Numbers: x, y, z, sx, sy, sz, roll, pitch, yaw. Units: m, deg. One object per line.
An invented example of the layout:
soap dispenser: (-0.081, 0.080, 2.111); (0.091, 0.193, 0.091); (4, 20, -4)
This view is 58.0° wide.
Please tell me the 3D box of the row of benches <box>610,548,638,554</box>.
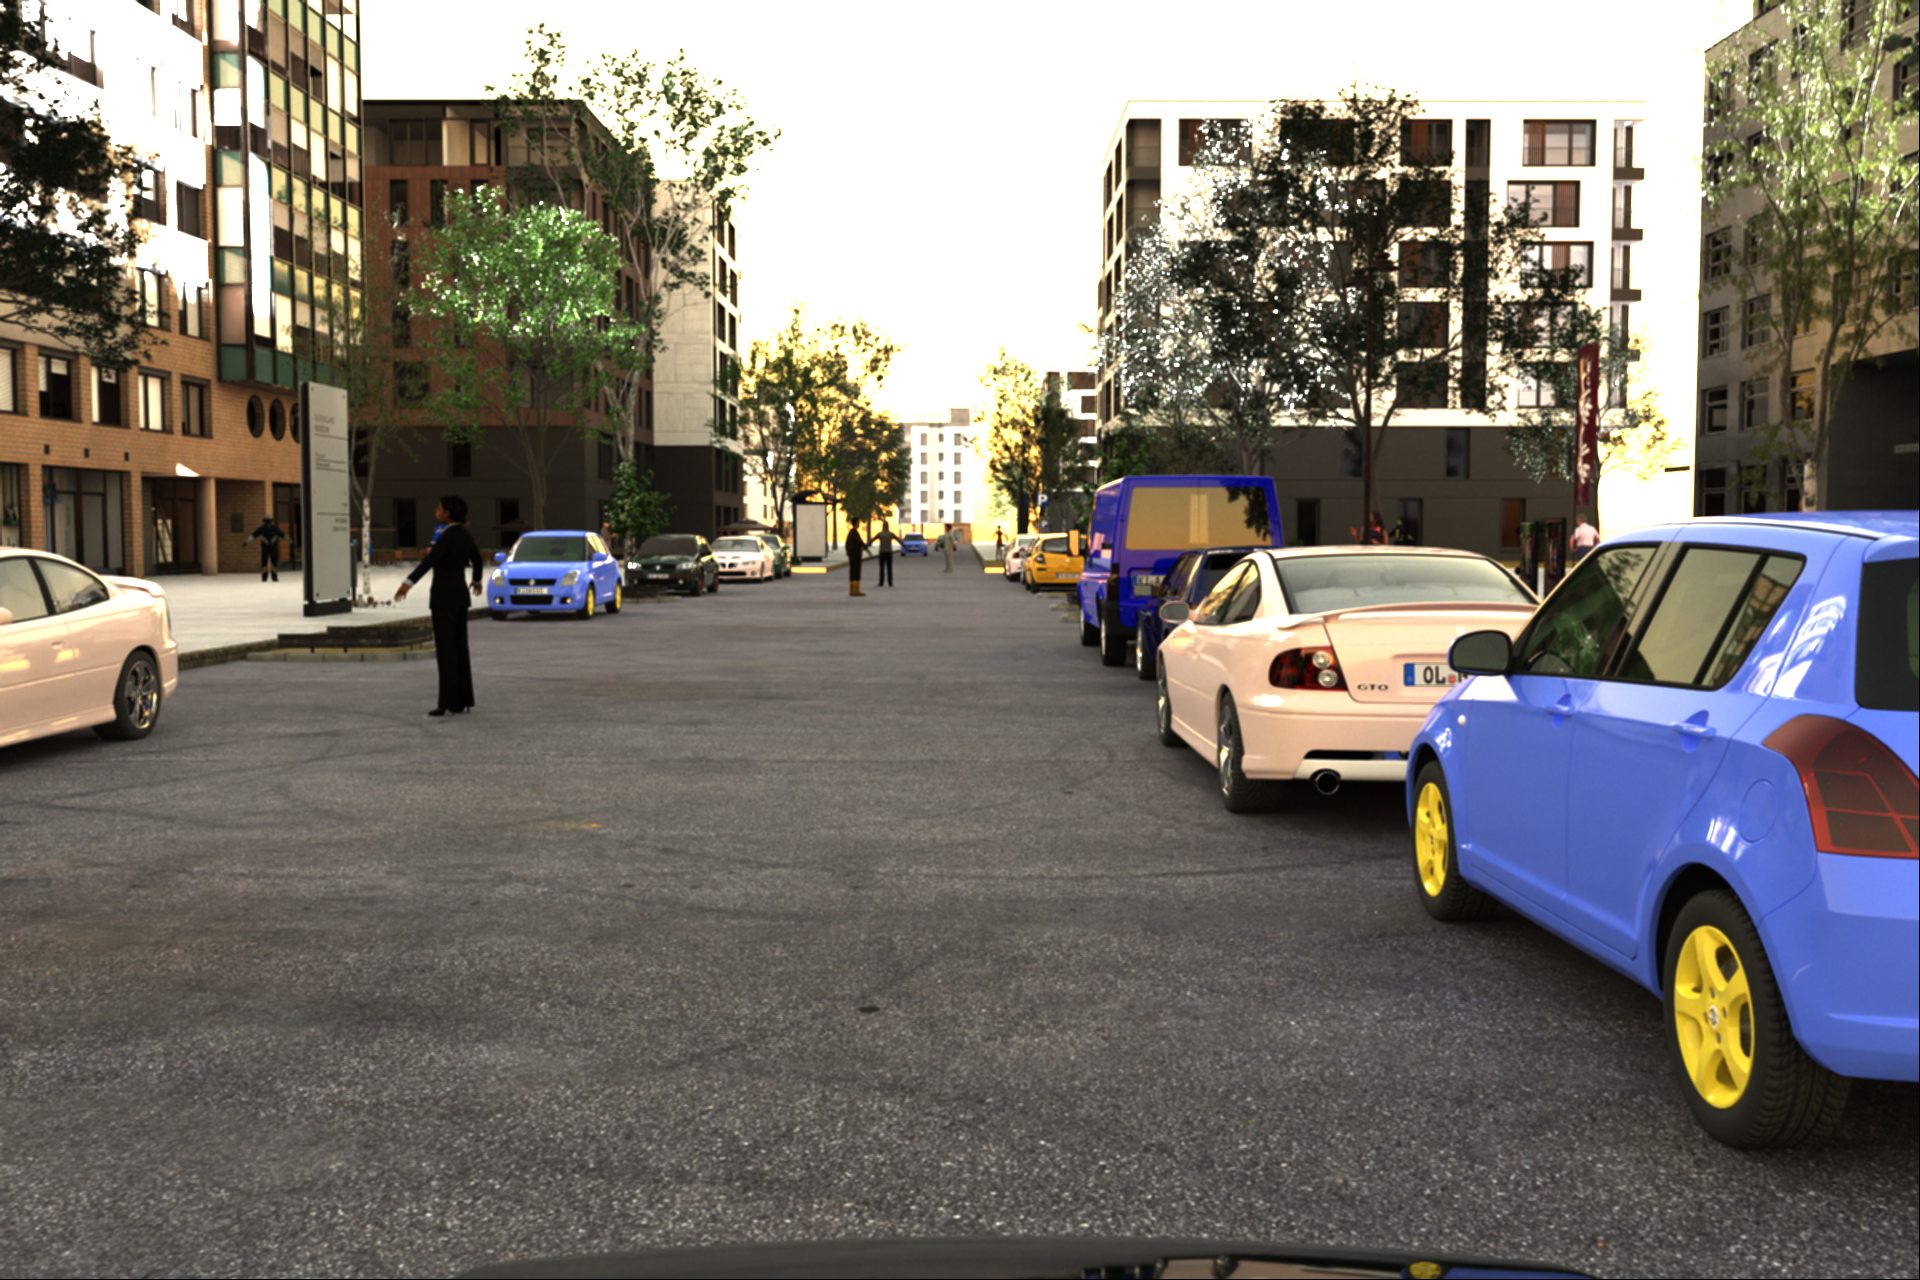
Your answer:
row of benches: (-15.684, -3.799, 77.572); (1.422, 0.672, 4.104); (2, 4, 29)

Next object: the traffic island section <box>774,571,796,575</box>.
traffic island section: (-6.873, -2.382, 61.806); (1.991, 0.108, 1.994); (0, 4, 0)

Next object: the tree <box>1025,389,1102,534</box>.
tree: (5.284, -8.434, 88.255); (4.360, 8.622, 3.978); (0, 3, 0)

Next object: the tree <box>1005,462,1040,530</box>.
tree: (5.755, -12.737, 158.613); (4.360, 8.622, 3.978); (0, 3, 0)

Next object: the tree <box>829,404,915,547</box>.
tree: (-9.076, -16.185, 171.284); (9.857, 13.997, 8.962); (0, 3, 0)

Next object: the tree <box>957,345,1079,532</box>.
tree: (5.920, -19.337, 172.053); (12.611, 20.169, 13.585); (0, 3, 0)

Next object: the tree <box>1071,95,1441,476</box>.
tree: (8.301, -8.511, 49.523); (12.009, 13.543, 11.850); (0, 3, 0)

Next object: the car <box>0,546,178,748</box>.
car: (-6.624, 0.098, 10.752); (2.083, 1.381, 4.827); (0, 3, 0)

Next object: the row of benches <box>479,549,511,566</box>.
row of benches: (-19.056, -3.391, 70.909); (1.422, 0.672, 4.104); (-2, 4, -28)

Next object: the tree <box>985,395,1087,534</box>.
tree: (5.894, -12.570, 131.274); (9.928, 11.665, 9.643); (0, 3, 0)

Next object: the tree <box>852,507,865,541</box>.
tree: (-14.439, -18.673, 255.671); (4.737, 8.622, 4.395); (0, 3, 0)

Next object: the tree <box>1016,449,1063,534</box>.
tree: (6.051, -11.796, 143.227); (4.360, 8.622, 3.978); (0, 3, 0)

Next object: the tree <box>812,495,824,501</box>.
tree: (-21.606, -18.925, 259.780); (4.360, 8.622, 3.978); (0, 3, 0)

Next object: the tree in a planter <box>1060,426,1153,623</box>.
tree in a planter: (2.664, -1.919, 28.595); (1.991, 3.239, 1.994); (0, 4, 1)

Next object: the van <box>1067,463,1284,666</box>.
van: (2.479, -0.983, 20.453); (2.240, 2.365, 5.245); (0, 4, -1)

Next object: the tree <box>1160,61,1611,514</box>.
tree: (8.175, -6.068, 33.623); (8.767, 10.594, 7.601); (0, 4, 5)

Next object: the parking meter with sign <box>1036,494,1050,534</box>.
parking meter with sign: (3.565, -4.750, 73.926); (0.543, 3.016, 1.738); (0, 4, -1)

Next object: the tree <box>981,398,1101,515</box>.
tree: (5.572, -11.317, 119.445); (8.767, 10.594, 7.601); (0, 4, 3)

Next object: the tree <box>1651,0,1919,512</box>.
tree: (8.675, -4.136, 17.978); (4.360, 8.622, 3.978); (0, 3, 0)

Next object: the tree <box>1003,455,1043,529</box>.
tree: (5.672, -12.276, 151.080); (4.737, 8.622, 4.395); (0, 3, 0)

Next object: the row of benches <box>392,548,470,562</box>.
row of benches: (-24.458, -3.944, 79.947); (1.422, 0.672, 4.104); (2, 4, 33)

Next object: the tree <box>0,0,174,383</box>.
tree: (-13.109, -5.266, 20.509); (7.601, 10.594, 8.767); (0, 4, -8)

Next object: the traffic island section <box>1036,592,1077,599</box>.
traffic island section: (2.729, -0.994, 39.120); (1.991, 0.108, 1.994); (0, 4, 0)

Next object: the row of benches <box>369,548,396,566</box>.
row of benches: (-24.069, -3.463, 72.076); (1.422, 0.672, 4.104); (-2, 4, -26)

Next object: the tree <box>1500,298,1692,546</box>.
tree: (25.011, -8.200, 68.480); (7.601, 10.594, 8.767); (0, 4, 7)

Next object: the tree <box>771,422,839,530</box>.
tree: (-9.112, -9.628, 107.777); (4.360, 8.622, 3.978); (0, 3, 0)

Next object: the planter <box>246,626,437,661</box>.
planter: (-7.055, 0.041, 20.470); (1.991, 0.319, 1.994); (0, 4, 0)

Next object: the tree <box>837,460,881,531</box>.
tree: (-9.627, -12.813, 159.859); (4.737, 8.622, 4.395); (0, 3, 0)

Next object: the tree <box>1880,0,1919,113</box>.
tree: (8.497, -6.184, 7.764); (9.857, 13.997, 8.962); (0, 3, 0)

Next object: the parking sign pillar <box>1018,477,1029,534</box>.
parking sign pillar: (3.026, -5.769, 82.788); (1.447, 3.967, 1.447); (0, 4, -2)

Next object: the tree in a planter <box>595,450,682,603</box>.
tree in a planter: (-6.986, -2.418, 36.763); (1.991, 3.239, 1.994); (0, 4, 1)

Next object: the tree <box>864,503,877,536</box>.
tree: (-14.328, -19.060, 261.996); (4.737, 8.622, 4.395); (0, 3, 0)

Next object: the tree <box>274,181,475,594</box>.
tree: (-12.754, -5.273, 36.576); (4.360, 8.622, 3.978); (0, 3, 0)

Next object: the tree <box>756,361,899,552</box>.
tree: (-9.326, -12.923, 121.657); (12.009, 13.543, 11.850); (0, 3, 0)

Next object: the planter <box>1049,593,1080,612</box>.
planter: (2.703, -0.709, 32.734); (1.991, 0.319, 1.994); (0, 4, -1)

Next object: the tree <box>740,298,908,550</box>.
tree: (-10.921, -17.328, 139.207); (12.611, 20.169, 13.585); (0, 3, 0)

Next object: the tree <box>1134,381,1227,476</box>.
tree: (9.089, -7.615, 74.873); (4.360, 8.622, 3.978); (0, 3, 0)

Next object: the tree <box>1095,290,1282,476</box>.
tree: (8.560, -7.929, 64.055); (7.601, 10.594, 8.767); (-2, 4, -25)

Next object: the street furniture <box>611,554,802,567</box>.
street furniture: (-11.527, -3.247, 68.711); (10.072, 0.657, 5.734); (2, 4, 30)

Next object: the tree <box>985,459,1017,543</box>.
tree: (7.338, -20.825, 258.616); (7.486, 12.596, 7.792); (0, 3, 0)

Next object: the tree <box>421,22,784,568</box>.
tree: (-13.380, -12.804, 65.235); (12.611, 20.169, 13.585); (0, 3, 0)

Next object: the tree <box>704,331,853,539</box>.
tree: (-9.383, -10.023, 89.636); (9.928, 11.665, 9.643); (0, 3, 0)

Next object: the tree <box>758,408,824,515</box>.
tree: (-9.416, -9.155, 100.051); (4.360, 8.622, 3.978); (0, 3, 0)

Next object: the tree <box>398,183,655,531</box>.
tree: (-12.678, -7.707, 51.758); (9.928, 11.665, 9.643); (0, 3, 0)
